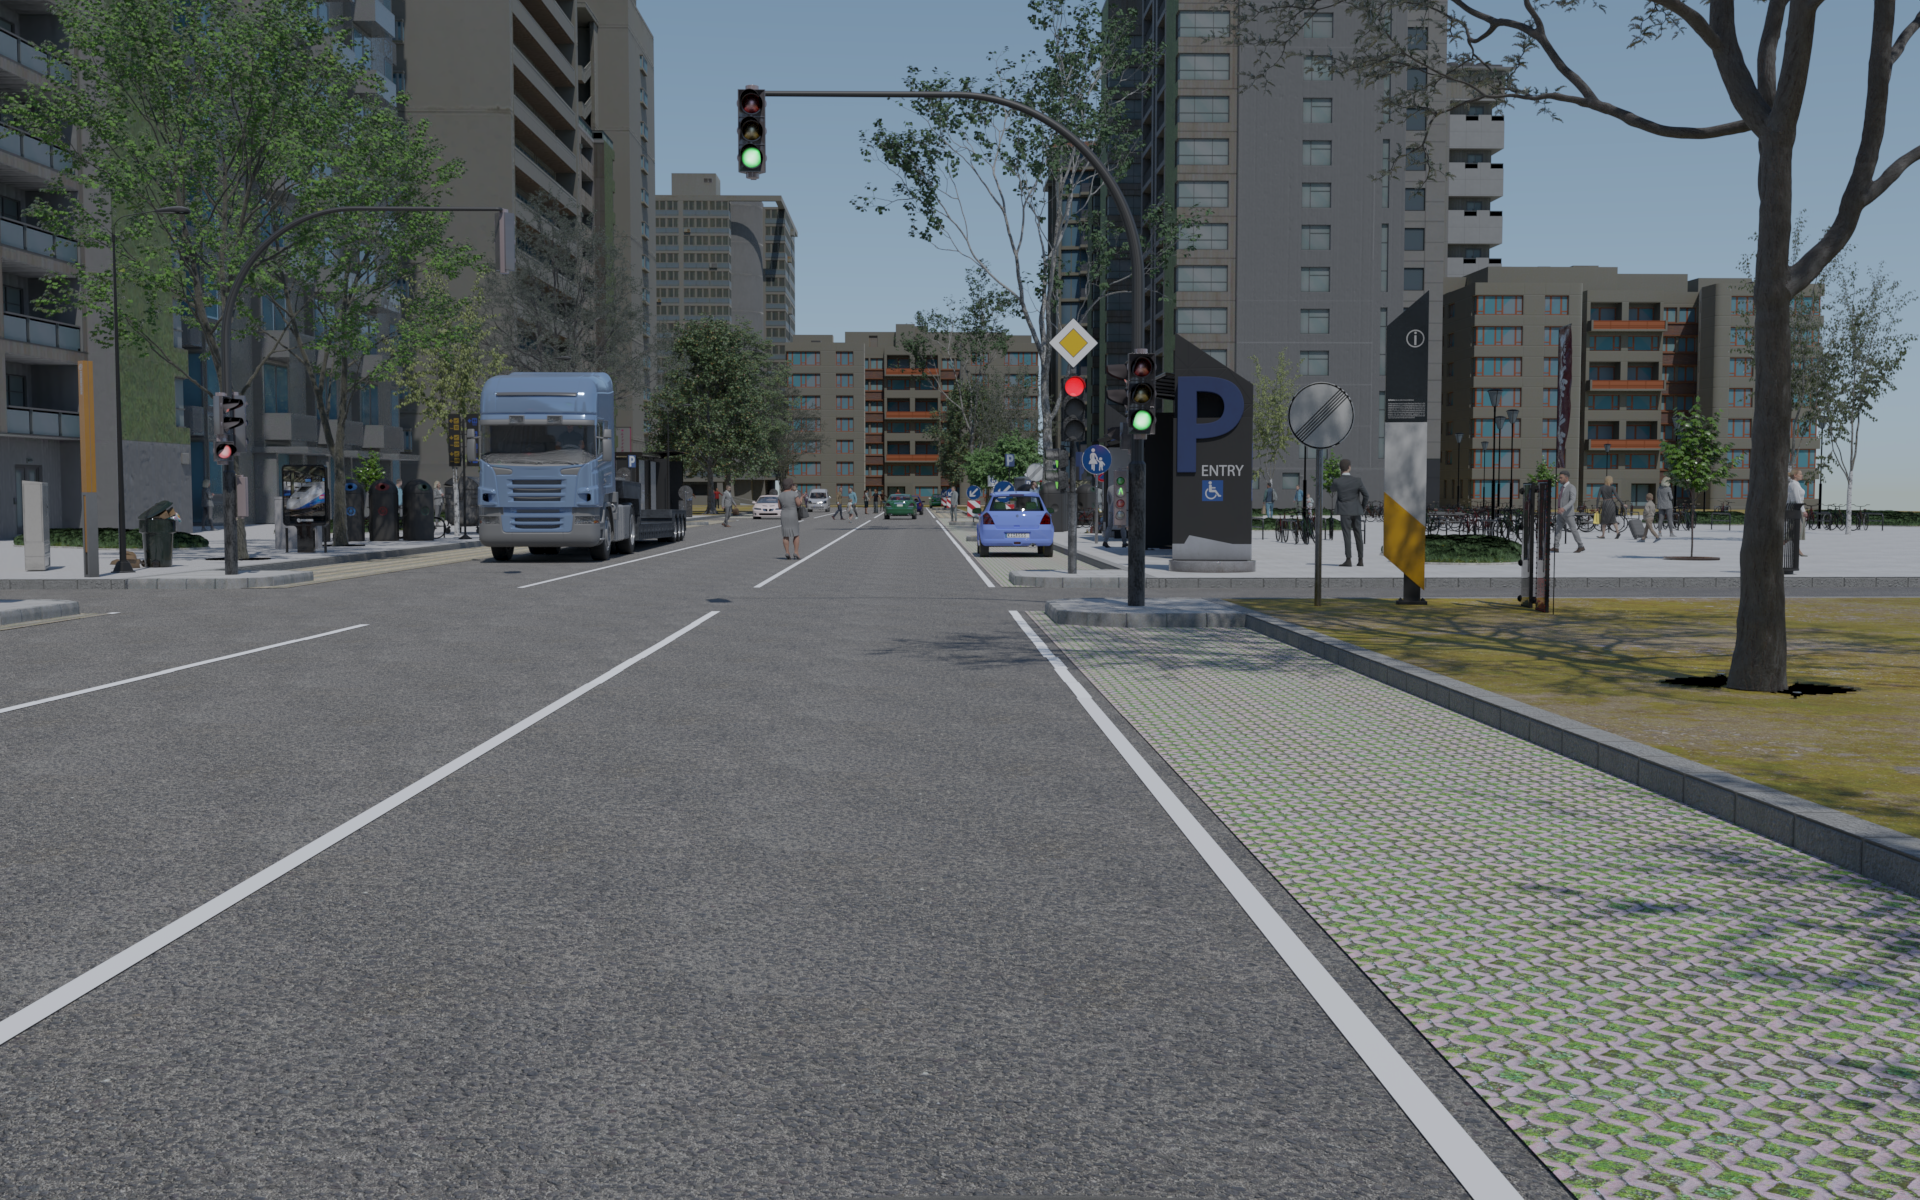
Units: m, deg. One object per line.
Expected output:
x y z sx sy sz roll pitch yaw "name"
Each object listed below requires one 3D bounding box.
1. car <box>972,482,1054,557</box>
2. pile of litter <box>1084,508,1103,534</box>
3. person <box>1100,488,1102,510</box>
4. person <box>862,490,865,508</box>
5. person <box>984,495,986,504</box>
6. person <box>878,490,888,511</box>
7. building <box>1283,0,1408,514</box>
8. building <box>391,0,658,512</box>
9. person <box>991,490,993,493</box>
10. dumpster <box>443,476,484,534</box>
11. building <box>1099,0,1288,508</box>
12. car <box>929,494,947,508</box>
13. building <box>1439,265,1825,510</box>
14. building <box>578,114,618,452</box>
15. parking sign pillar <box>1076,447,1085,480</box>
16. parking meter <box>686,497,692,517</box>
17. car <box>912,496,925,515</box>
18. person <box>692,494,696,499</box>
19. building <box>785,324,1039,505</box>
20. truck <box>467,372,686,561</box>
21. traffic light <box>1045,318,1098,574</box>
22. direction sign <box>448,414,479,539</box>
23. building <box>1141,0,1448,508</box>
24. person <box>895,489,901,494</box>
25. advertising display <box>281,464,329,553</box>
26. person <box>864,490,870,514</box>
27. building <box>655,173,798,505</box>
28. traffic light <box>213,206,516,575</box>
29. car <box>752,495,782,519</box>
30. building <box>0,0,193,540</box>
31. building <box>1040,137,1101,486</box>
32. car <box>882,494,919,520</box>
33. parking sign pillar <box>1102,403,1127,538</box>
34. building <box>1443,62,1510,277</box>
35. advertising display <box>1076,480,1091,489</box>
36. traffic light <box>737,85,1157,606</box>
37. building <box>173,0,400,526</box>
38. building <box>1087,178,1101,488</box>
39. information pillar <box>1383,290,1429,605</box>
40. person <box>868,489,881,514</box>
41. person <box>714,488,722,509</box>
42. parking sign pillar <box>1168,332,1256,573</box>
1.252 -1.878 40.302 1.945 1.707 3.694 0 4 -1 "car"
4.647 -2.597 56.430 1.176 0.858 1.719 -2 4 -35 "pile of litter"
10.558 -7.382 127.544 0.742 1.727 0.445 3 4 39 "person"
-9.734 -10.330 177.338 0.705 1.831 1.348 1 4 13 "person"
2.163 -7.893 138.359 0.557 1.426 1.065 2 4 33 "person"
-6.415 -8.203 143.143 1.217 1.766 0.721 0 4 4 "person"
19.924 -26.159 111.292 14.154 41.232 14.086 0 4 -1 "building"
-39.566 -32.574 156.281 21.600 48.544 21.300 0 4 -1 "building"
2.418 -7.058 122.177 0.721 1.736 1.217 1 4 16 "person"
-16.068 -3.108 56.569 1.264 1.857 1.865 0 4 -2 "dumpster"
18.623 -28.276 145.902 14.154 41.232 14.086 0 4 -1 "building"
-2.142 -10.024 172.691 1.959 1.807 4.718 0 4 -2 "car"
56.126 -19.012 155.882 28.899 21.520 27.650 0 4 -1 "building"
-34.290 -22.004 131.472 14.160 30.474 14.107 0 4 -1 "building"
5.436 -5.613 80.248 1.447 3.967 1.447 1 4 16 "parking sign pillar"
-14.946 -5.326 95.496 0.372 1.533 0.369 0 3 0 "parking meter"
-3.389 -6.536 119.437 1.945 1.354 3.894 0 4 0 "car"
-20.809 -7.712 132.820 1.217 1.739 0.721 -2 4 -33 "person"
-5.786 -22.408 211.403 28.899 21.520 27.650 0 4 -1 "building"
-9.167 -3.327 44.147 2.967 4.110 18.799 0 4 -3 "truck"
1.790 -2.377 27.785 0.839 4.253 0.868 0 4 -1 "traffic light"
-14.029 -3.487 49.015 0.876 3.537 0.379 0 4 6 "direction sign"
22.731 -42.173 127.772 20.563 71.187 20.611 0 4 -1 "building"
-4.972 -8.006 139.335 1.348 1.831 0.705 -1 4 -10 "person"
-14.278 -1.992 37.782 0.974 1.923 0.123 0 4 2 "advertising display"
-6.621 -7.010 123.898 0.721 1.735 1.217 -1 4 -18 "person"
-32.451 -31.836 212.401 23.993 40.220 32.217 0 4 -1 "building"
-9.478 -3.232 27.512 4.771 5.953 1.251 0 4 -1 "traffic light"
-10.897 -5.346 99.774 2.083 1.381 4.827 0 4 -3 "car"
-31.885 -22.305 48.280 14.154 41.232 14.086 0 4 -1 "building"
23.254 -33.907 209.008 28.867 44.769 22.147 0 4 -1 "building"
-3.388 -5.333 98.990 2.131 1.459 4.920 0 4 -1 "car"
4.942 -3.848 51.392 1.447 3.967 1.447 -1 4 -14 "parking sign pillar"
51.343 -38.130 212.659 27.495 52.752 28.713 0 4 -1 "building"
5.511 -4.485 78.548 0.974 1.923 0.123 -2 4 -29 "advertising display"
-0.091 -2.749 19.607 4.771 5.953 1.251 0 4 -1 "traffic light"
-39.624 -28.141 79.717 23.786 49.044 30.456 0 4 -1 "building"
18.610 -23.801 160.843 14.160 30.474 14.107 0 4 -1 "building"
5.165 -1.753 20.021 0.504 3.616 0.183 1 4 10 "information pillar"
-6.243 -7.298 127.828 1.348 1.822 0.705 3 5 42 "person"
-21.277 -8.916 151.750 1.348 1.831 0.705 -1 4 -22 "person"
4.202 -2.464 28.755 1.447 3.967 1.447 1 4 11 "parking sign pillar"
